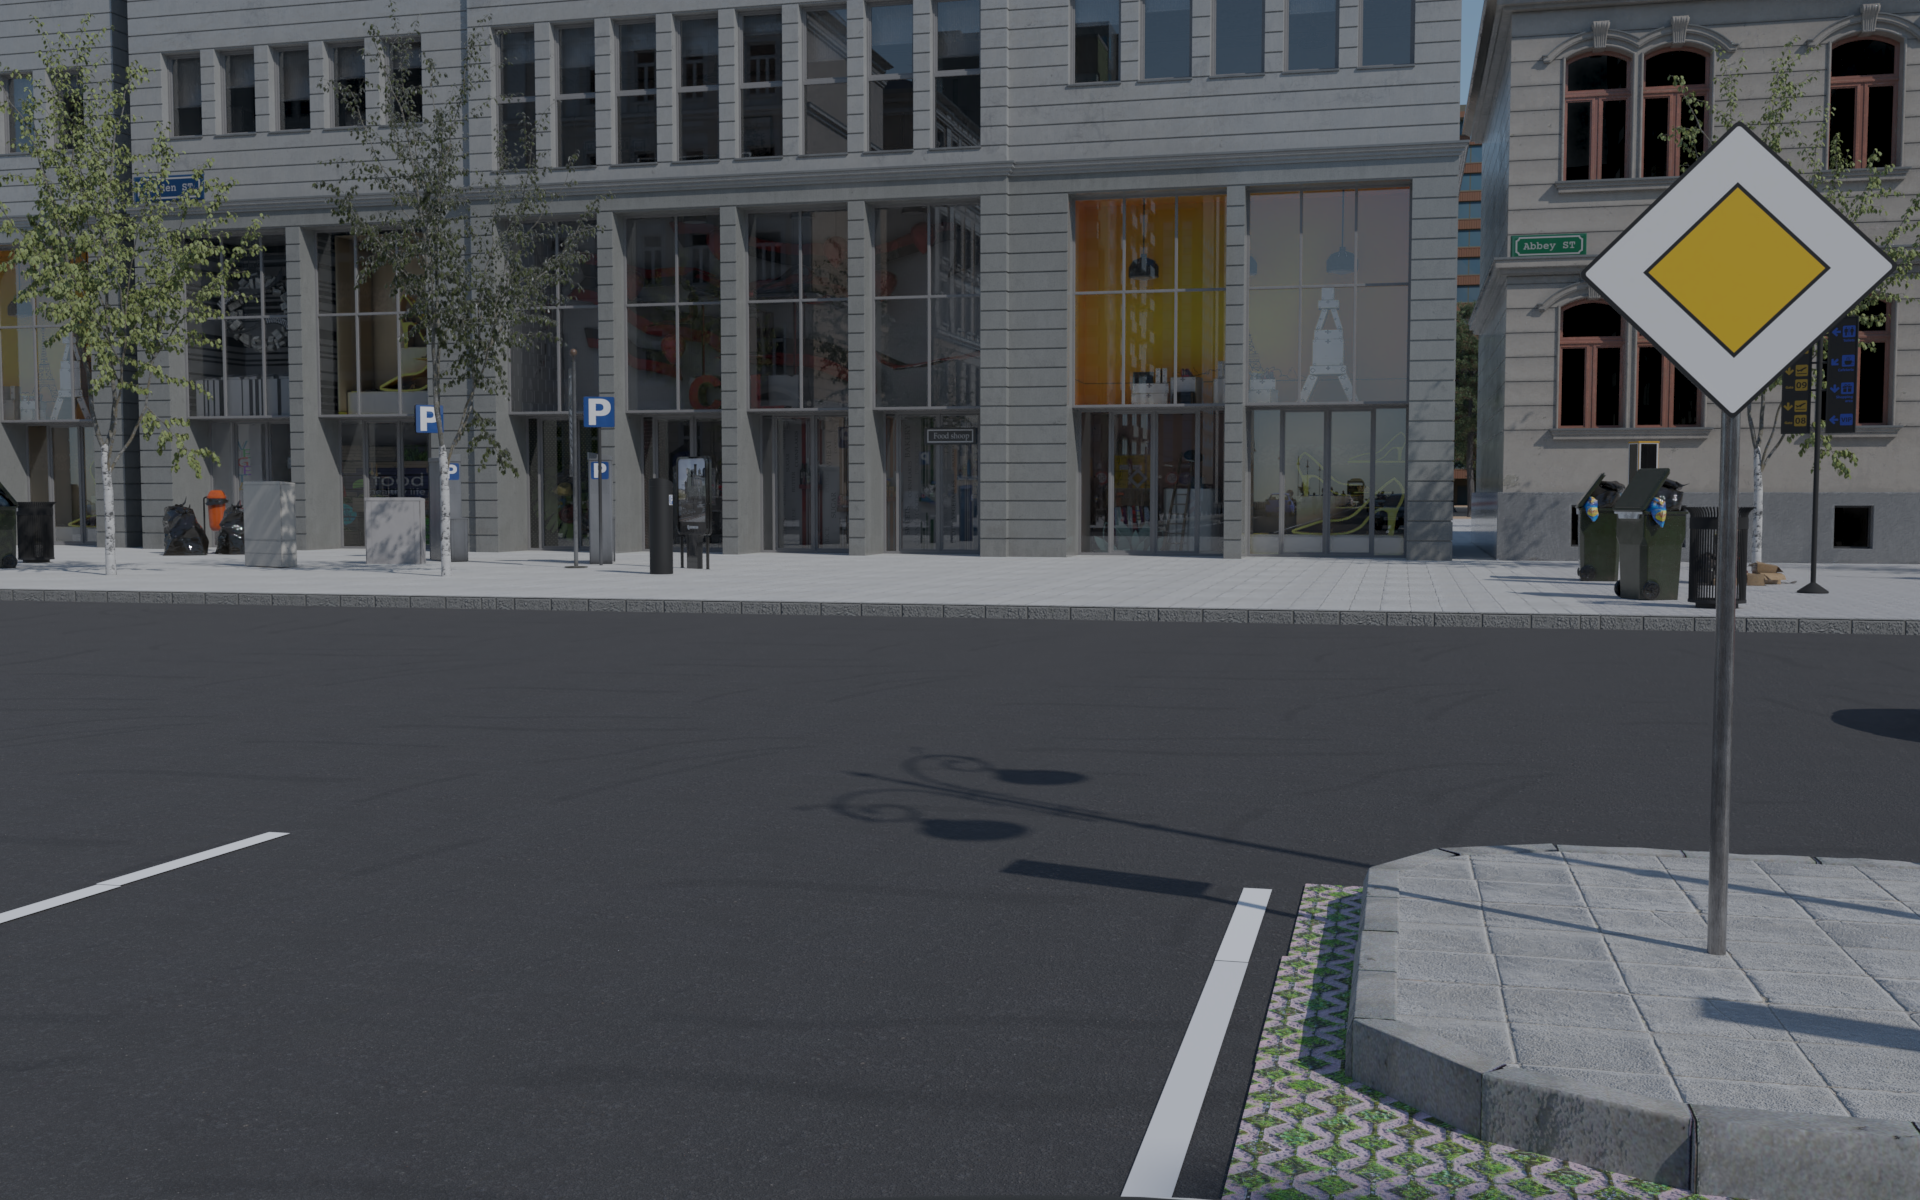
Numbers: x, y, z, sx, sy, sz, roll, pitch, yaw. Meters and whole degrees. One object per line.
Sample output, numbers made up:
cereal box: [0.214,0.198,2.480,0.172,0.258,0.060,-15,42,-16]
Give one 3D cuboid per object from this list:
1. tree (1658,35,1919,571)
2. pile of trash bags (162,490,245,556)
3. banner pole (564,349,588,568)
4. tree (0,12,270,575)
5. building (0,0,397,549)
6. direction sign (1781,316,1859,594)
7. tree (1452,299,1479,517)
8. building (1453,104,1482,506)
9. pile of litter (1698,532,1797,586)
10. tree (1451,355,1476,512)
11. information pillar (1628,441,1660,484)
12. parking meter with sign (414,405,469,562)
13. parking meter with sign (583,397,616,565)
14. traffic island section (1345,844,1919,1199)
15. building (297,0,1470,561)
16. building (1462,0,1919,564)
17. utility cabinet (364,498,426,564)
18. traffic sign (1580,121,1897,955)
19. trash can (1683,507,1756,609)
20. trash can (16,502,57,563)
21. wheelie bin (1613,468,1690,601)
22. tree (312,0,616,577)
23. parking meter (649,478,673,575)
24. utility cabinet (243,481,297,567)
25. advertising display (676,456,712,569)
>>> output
tree: [13.301,-4.766,28.279,4.737,8.622,4.395,0,3,0]
pile of trash bags: [-16.295,-1.709,37.693,1.912,1.369,3.447,-1,4,-20]
banner pole: [-6.744,-2.456,30.170,0.401,3.779,0.863,-1,4,-20]
tree: [-13.264,-4.687,26.990,4.737,8.622,4.395,0,3,0]
building: [-32.831,-16.623,49.275,29.804,29.767,11.434,1,4,14]
direction sign: [11.049,-1.855,22.331,0.876,3.537,0.379,3,4,37]
tree: [28.297,-10.629,95.844,6.751,12.117,7.091,0,3,0]
building: [58.411,-33.189,197.267,28.867,44.769,22.147,1,4,14]
pile of litter: [11.179,-0.653,24.646,1.719,0.858,1.176,-1,4,-10]
tree: [34.350,-12.482,121.088,9.611,12.733,9.660,0,3,0]
information pillar: [9.549,-1.208,24.244,0.304,2.012,0.304,0,4,-6]
parking meter with sign: [-9.911,-2.264,33.280,0.543,3.016,1.738,-2,4,-35]
parking meter with sign: [-6.588,-2.179,31.886,0.543,3.016,1.738,-1,4,-9]
traffic island section: [2.135,1.066,4.846,2.009,0.180,2.903,1,4,14]
building: [-3.499,-16.126,41.152,29.804,29.767,11.434,1,4,14]
building: [22.668,-15.196,35.842,23.554,28.519,14.401,1,4,14]
utility cabinet: [-10.366,-1.263,31.810,1.020,1.237,0.306,0,4,0]
traffic sign: [2.110,-0.069,4.775,0.795,2.450,0.064,1,4,14]
trash can: [8.542,-0.481,19.517,0.748,1.137,0.748,0,3,0]
trash can: [-17.272,-1.266,32.355,0.748,1.137,0.748,0,3,0]
wheelie bin: [8.433,-0.811,21.160,0.693,1.594,0.980,-1,4,-11]
tree: [-7.774,-4.671,26.727,4.360,8.622,3.978,0,3,0]
parking meter: [-4.788,-1.182,27.738,0.372,1.533,0.369,0,3,0]
utility cabinet: [-12.070,-1.323,30.317,1.173,1.500,0.318,3,4,38]
advertising display: [-4.566,-1.501,29.762,0.123,1.923,0.974,-3,5,-39]
